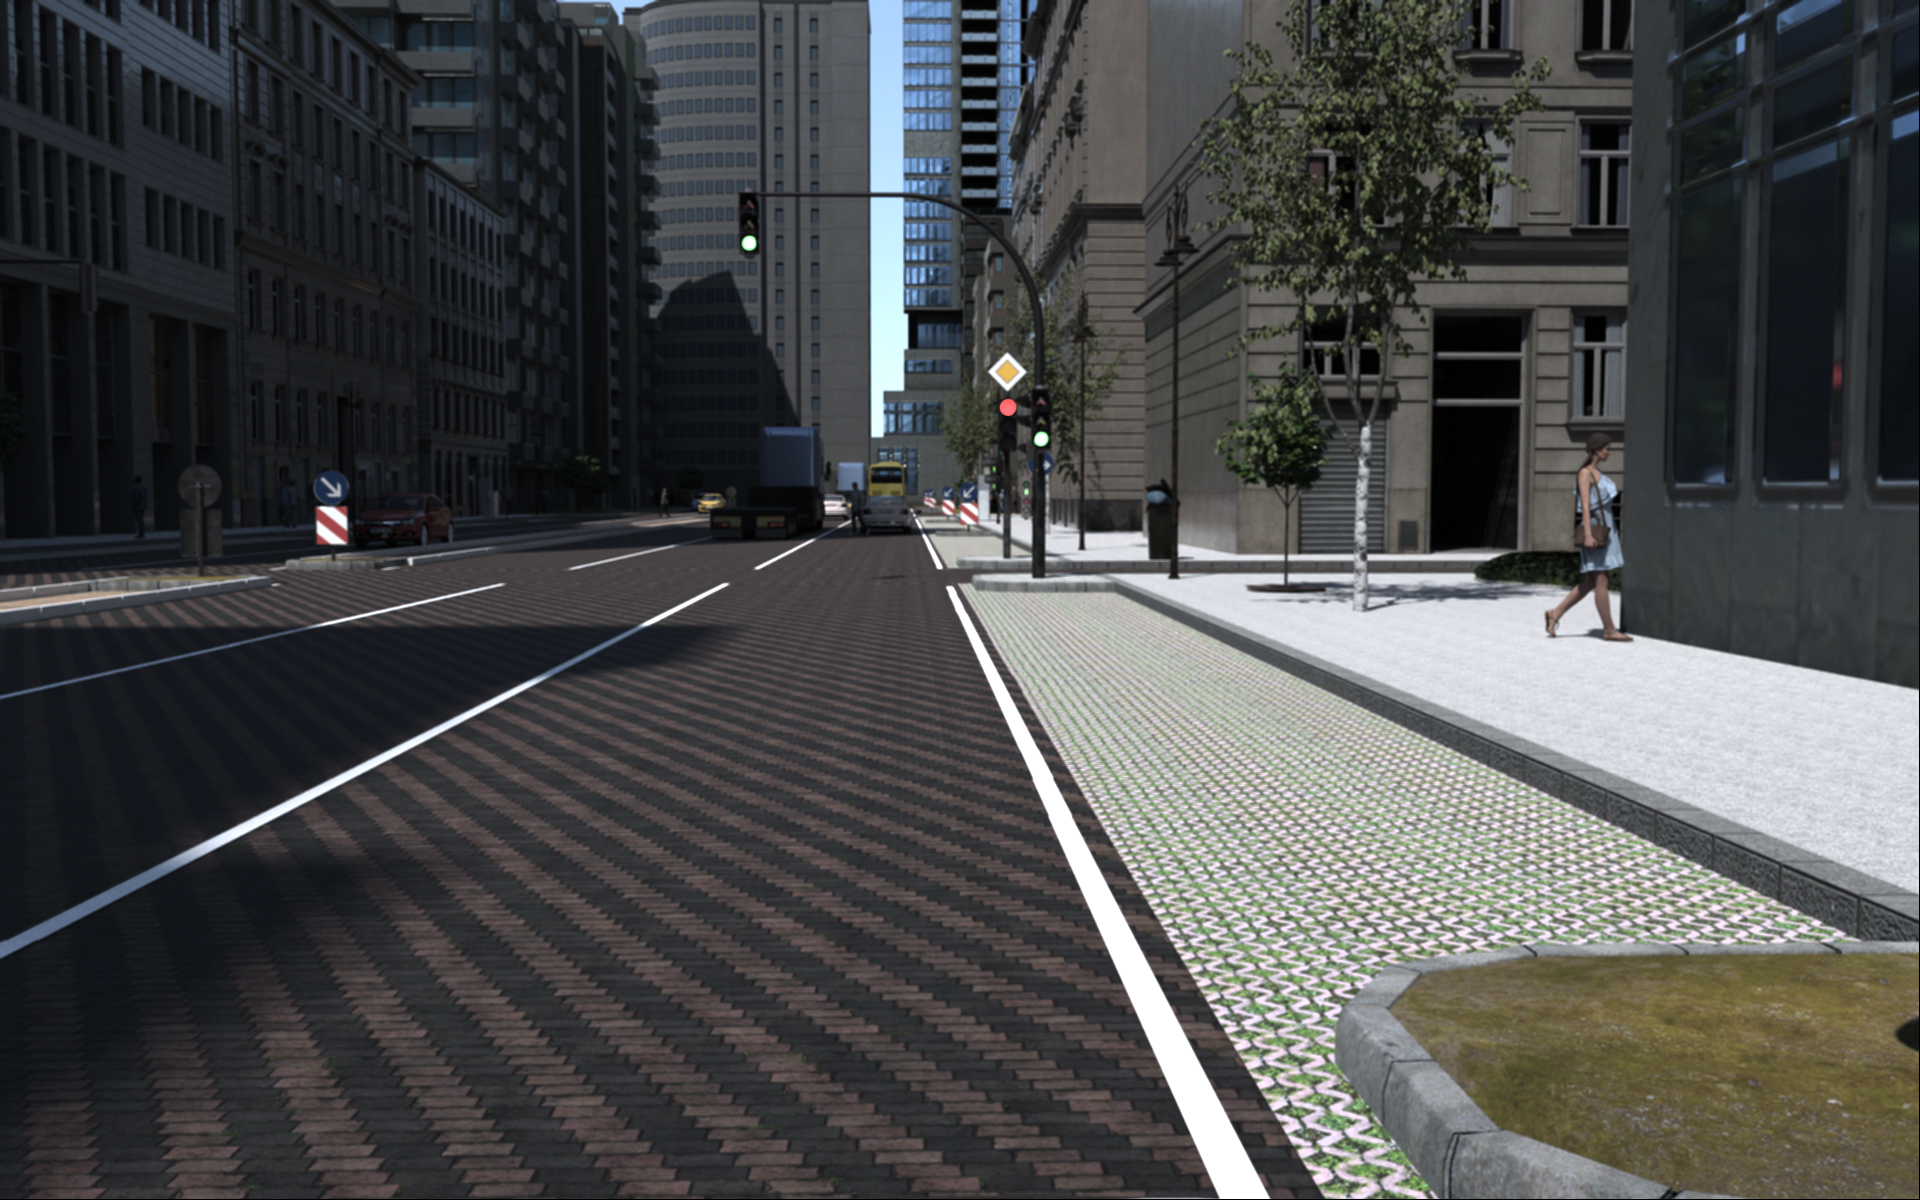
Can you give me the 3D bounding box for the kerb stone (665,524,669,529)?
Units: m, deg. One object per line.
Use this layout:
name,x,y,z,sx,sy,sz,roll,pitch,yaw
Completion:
kerb stone,-12.173,-2.984,70.988,0.120,0.150,1.000,0,4,-2

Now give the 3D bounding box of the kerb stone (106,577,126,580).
kerb stone,-12.829,-0.250,26.288,0.120,0.150,1.000,0,4,-2

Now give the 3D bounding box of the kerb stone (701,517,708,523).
kerb stone,-12.633,-3.860,85.310,0.120,0.150,1.000,0,4,-2

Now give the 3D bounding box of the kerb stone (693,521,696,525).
kerb stone,-12.471,-3.547,80.193,0.120,0.150,1.000,0,4,-2

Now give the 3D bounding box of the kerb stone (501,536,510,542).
kerb stone,-13.638,-1.790,51.473,0.120,0.150,1.000,0,4,-2

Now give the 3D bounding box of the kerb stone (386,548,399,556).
kerb stone,-13.276,-1.100,40.177,0.120,0.150,1.000,0,4,-2

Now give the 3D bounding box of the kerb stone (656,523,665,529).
kerb stone,-12.141,-2.917,69.966,0.120,0.150,1.000,0,4,-2

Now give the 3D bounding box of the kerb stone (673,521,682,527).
kerb stone,-12.305,-3.231,75.078,0.120,0.150,1.000,0,4,-2

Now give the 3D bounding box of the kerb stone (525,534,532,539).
kerb stone,-13.746,-1.980,54.564,0.120,0.150,1.000,0,4,-2

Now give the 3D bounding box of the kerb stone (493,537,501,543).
kerb stone,-13.609,-1.728,50.441,0.120,0.150,1.000,0,4,-2

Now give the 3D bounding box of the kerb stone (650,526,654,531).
kerb stone,-12.038,-2.733,66.893,0.120,0.150,1.000,0,4,-2

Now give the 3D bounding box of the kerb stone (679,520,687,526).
kerb stone,-12.377,-3.355,77.122,0.120,0.150,1.000,0,4,-2

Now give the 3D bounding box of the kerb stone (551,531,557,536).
kerb stone,-13.878,-2.230,58.651,0.120,0.150,1.000,0,4,-2

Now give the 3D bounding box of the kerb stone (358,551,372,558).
kerb stone,-13.212,-0.968,38.125,0.120,0.150,1.000,0,4,-2

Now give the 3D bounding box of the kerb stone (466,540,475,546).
kerb stone,-13.505,-1.539,47.356,0.120,0.150,1.000,0,4,-2

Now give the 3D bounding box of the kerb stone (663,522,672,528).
kerb stone,-12.208,-3.047,72.013,0.120,0.150,1.000,0,4,-2

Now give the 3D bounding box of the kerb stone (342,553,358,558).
kerb stone,-13.174,-0.911,37.089,0.120,0.150,1.000,0,4,-2

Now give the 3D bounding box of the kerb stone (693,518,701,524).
kerb stone,-12.538,-3.672,82.239,0.120,0.150,1.000,0,4,-2

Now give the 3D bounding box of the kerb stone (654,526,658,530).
kerb stone,-12.070,-2.796,67.915,0.120,0.150,1.000,0,4,-2

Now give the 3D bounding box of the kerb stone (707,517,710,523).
kerb stone,-12.671,-3.923,86.334,0.120,0.150,1.000,0,4,-2

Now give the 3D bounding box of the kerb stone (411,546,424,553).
kerb stone,-13.339,-1.226,42.232,0.120,0.150,1.000,0,4,-2

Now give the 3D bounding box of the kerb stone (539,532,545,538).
kerb stone,-13.805,-2.104,56.607,0.120,0.150,1.000,0,4,-2

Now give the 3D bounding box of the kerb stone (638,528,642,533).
kerb stone,-11.942,-2.539,63.823,0.120,0.150,1.000,0,4,-2

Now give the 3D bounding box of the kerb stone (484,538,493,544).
kerb stone,-13.578,-1.665,49.414,0.120,0.150,1.000,0,4,-2

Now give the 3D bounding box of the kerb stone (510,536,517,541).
kerb stone,-13.681,-1.847,52.508,0.120,0.150,1.000,0,4,-2

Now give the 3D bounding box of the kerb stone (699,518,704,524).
kerb stone,-12.570,-3.735,83.260,0.120,0.150,1.000,0,4,-2

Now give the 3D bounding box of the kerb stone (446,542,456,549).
kerb stone,-13.441,-1.413,45.297,0.120,0.150,1.000,0,4,-2

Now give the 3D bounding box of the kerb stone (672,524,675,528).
kerb stone,-12.240,-3.109,73.034,0.120,0.150,1.000,0,4,-2

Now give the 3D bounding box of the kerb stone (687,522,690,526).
kerb stone,-12.404,-3.422,78.145,0.120,0.150,1.000,0,4,-2

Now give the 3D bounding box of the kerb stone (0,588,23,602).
kerb stone,-12.727,-0.062,23.206,0.120,0.150,1.000,0,4,-2

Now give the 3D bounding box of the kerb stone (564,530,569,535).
kerb stone,-13.947,-2.355,60.702,0.120,0.150,1.000,0,4,-2

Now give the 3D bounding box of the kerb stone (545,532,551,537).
kerb stone,-13.847,-2.165,57.629,0.120,0.150,1.000,0,4,-2

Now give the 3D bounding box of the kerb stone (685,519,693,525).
kerb stone,-12.444,-3.485,79.171,0.120,0.150,1.000,0,4,-2

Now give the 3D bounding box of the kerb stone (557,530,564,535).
kerb stone,-13.907,-2.292,59.677,0.120,0.150,1.000,0,4,-2

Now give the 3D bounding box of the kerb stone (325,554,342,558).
kerb stone,-13.140,-0.846,36.059,0.120,0.150,1.000,0,4,-2

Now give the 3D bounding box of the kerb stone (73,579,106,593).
kerb stone,-12.795,-0.188,25.266,0.120,0.150,1.000,0,4,-2

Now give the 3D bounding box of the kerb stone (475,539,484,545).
kerb stone,-13.543,-1.602,48.385,0.120,0.150,1.000,0,4,-2

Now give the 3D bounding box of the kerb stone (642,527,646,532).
kerb stone,-11.978,-2.609,64.848,0.120,0.150,1.000,0,4,-2

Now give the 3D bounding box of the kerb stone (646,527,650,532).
kerb stone,-12.007,-2.669,65.870,0.120,0.150,1.000,0,4,-2

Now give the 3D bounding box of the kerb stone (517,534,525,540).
kerb stone,-13.710,-1.905,53.541,0.120,0.150,1.000,0,4,-2

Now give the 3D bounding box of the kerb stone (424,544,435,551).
kerb stone,-13.371,-1.282,43.254,0.120,0.150,1.000,0,4,-2

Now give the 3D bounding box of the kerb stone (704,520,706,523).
kerb stone,-12.600,-3.798,84.288,0.120,0.150,1.000,0,4,-2

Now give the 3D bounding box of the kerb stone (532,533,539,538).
kerb stone,-13.773,-2.042,55.586,0.120,0.150,1.000,0,4,-2

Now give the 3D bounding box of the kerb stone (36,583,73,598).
kerb stone,-12.757,-0.123,24.241,0.120,0.150,1.000,0,4,-2

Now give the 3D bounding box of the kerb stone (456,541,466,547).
kerb stone,-13.480,-1.475,46.319,0.120,0.150,1.000,0,4,-2

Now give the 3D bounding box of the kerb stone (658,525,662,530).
kerb stone,-12.106,-2.859,68.939,0.120,0.150,1.000,0,4,-2

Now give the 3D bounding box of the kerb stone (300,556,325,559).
kerb stone,-13.115,-0.785,35.031,0.120,0.150,1.000,0,4,-2

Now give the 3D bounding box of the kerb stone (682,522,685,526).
kerb stone,-12.338,-3.297,76.100,0.120,0.150,1.000,0,4,-2

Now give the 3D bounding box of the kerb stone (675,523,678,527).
kerb stone,-12.274,-3.166,74.057,0.120,0.150,1.000,0,4,-2

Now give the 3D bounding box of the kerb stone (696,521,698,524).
kerb stone,-12.504,-3.610,81.217,0.120,0.150,1.000,0,4,-2

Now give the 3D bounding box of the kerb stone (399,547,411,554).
kerb stone,-13.318,-1.163,41.210,0.120,0.150,1.000,0,4,-2

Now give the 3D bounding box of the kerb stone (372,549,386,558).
kerb stone,-13.243,-1.037,39.156,0.120,0.150,1.000,0,4,-2

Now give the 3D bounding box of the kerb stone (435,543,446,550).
kerb stone,-13.411,-1.350,44.276,0.120,0.150,1.000,0,4,-2
